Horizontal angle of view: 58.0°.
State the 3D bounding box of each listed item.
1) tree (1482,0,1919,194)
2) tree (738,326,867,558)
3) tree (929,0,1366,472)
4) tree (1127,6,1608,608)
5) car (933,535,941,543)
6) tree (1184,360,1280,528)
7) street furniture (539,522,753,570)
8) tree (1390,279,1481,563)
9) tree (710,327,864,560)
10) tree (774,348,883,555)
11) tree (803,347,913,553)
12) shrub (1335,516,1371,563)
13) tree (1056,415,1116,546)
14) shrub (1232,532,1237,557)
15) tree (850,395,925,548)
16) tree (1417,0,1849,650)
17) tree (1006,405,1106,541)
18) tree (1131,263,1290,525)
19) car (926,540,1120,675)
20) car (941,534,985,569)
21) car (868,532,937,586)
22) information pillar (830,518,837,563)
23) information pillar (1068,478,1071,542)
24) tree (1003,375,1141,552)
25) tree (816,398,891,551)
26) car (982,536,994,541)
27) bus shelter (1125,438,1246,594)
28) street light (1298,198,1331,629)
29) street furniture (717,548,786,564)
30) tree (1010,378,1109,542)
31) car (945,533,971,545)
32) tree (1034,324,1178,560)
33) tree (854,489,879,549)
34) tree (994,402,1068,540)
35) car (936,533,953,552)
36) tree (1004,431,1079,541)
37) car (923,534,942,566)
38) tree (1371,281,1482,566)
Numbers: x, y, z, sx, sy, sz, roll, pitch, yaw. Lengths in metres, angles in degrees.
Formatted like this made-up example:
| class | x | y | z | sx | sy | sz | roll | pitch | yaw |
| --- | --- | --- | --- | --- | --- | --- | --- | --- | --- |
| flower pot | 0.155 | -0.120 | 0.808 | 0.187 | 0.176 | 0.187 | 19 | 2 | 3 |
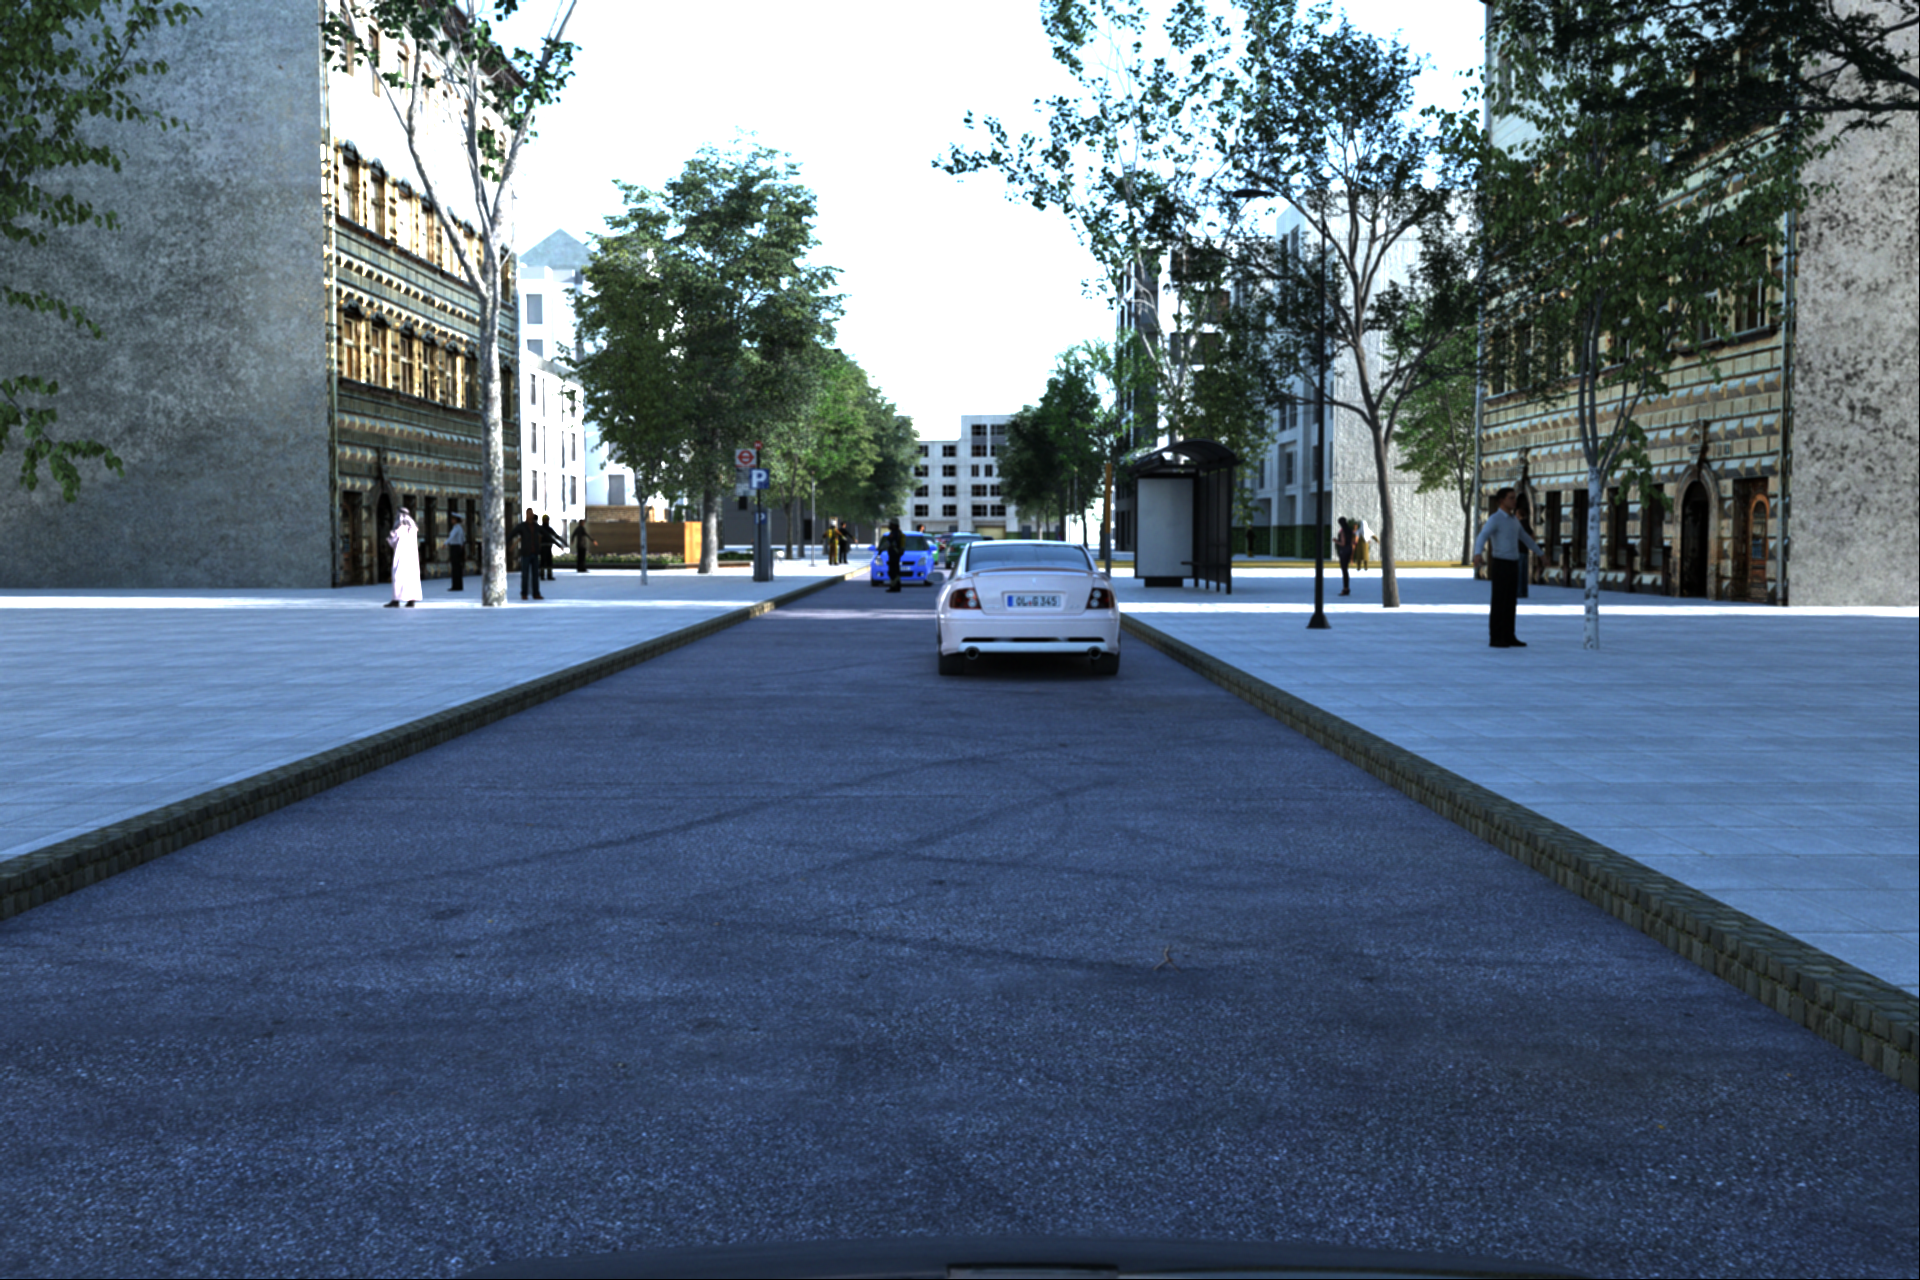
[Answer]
| class | x | y | z | sx | sy | sz | roll | pitch | yaw |
| --- | --- | --- | --- | --- | --- | --- | --- | --- | --- |
| tree | 6.572 | -4.613 | 9.829 | 7.601 | 10.594 | 8.767 | 1 | 4 | 23 |
| tree | -9.050 | -10.735 | 93.636 | 7.486 | 12.596 | 7.792 | 0 | 3 | 0 |
| tree | 5.759 | -12.243 | 56.069 | 12.611 | 20.169 | 13.585 | 0 | 3 | 0 |
| tree | 7.453 | -5.865 | 30.301 | 8.767 | 10.594 | 7.601 | -1 | 4 | -19 |
| car | -1.717 | -8.835 | 156.814 | 2.083 | 1.381 | 4.827 | 0 | 4 | 0 |
| tree | 10.965 | -7.486 | 72.764 | 4.737 | 8.622 | 4.395 | 0 | 3 | 0 |
| street furniture | -13.180 | -3.598 | 65.682 | 9.812 | 1.723 | 11.010 | 1 | 4 | 23 |
| tree | 23.026 | -9.749 | 77.517 | 7.486 | 12.596 | 7.792 | 0 | 3 | 0 |
| tree | -8.521 | -9.740 | 85.003 | 9.928 | 11.665 | 9.643 | 0 | 3 | 0 |
| tree | -8.482 | -11.462 | 105.536 | 7.486 | 12.596 | 7.792 | 0 | 3 | 0 |
| tree | -7.809 | -12.883 | 117.291 | 9.857 | 13.997 | 8.962 | 0 | 3 | 0 |
| shrub | 17.661 | -4.516 | 77.877 | 1.661 | 2.075 | 1.752 | 0 | 3 | 0 |
| tree | 7.617 | -9.512 | 105.876 | 4.737 | 8.622 | 4.395 | 0 | 3 | 0 |
| shrub | 11.806 | -4.547 | 78.761 | 1.690 | 2.028 | 1.600 | 0 | 3 | 0 |
| tree | -7.937 | -15.473 | 159.642 | 9.857 | 13.997 | 8.962 | 0 | 3 | 0 |
| tree | 7.251 | -4.194 | 18.940 | 4.737 | 8.622 | 4.395 | 0 | 3 | 0 |
| tree | 6.556 | -11.121 | 116.239 | 7.601 | 10.594 | 8.767 | 0 | 4 | -6 |
| tree | 6.909 | -5.853 | 46.065 | 4.737 | 8.622 | 4.395 | 0 | 3 | 0 |
| car | 0.671 | -0.405 | 18.980 | 2.083 | 1.381 | 4.827 | 0 | 4 | -1 |
| car | 0.290 | -3.671 | 71.824 | 2.131 | 1.459 | 4.920 | 0 | 4 | -1 |
| car | -1.591 | -2.381 | 48.524 | 1.945 | 1.707 | 3.694 | 0 | 4 | 0 |
| information pillar | -5.698 | -4.497 | 78.010 | 0.304 | 2.012 | 0.304 | 0 | 4 | 0 |
| information pillar | 4.600 | -4.974 | 72.674 | 0.183 | 3.616 | 0.504 | 0 | 4 | -1 |
| tree | 6.747 | -9.846 | 95.393 | 7.601 | 10.594 | 8.767 | 3 | 4 | 39 |
| tree | -8.985 | -13.114 | 132.544 | 7.486 | 12.596 | 7.792 | 0 | 3 | 0 |
| car | 1.103 | -4.815 | 91.300 | 1.945 | 1.354 | 3.894 | 0 | 4 | -1 |
| bus shelter | 5.012 | -2.776 | 39.315 | 2.014 | 3.302 | 5.546 | 0 | 4 | 0 |
| street light | 5.428 | -3.111 | 23.407 | 1.470 | 5.913 | 1.316 | 0 | 4 | 0 |
| street furniture | -12.750 | -3.816 | 78.013 | 10.072 | 0.657 | 5.734 | 1 | 4 | 22 |
| tree | 7.329 | -12.668 | 125.247 | 7.486 | 12.596 | 7.792 | 0 | 3 | 0 |
| car | 0.108 | -5.303 | 96.296 | 1.945 | 1.707 | 3.694 | 0 | 3 | 0 |
| tree | 7.270 | -9.750 | 85.164 | 9.928 | 11.665 | 9.643 | 0 | 3 | 0 |
| tree | -8.579 | -12.004 | 146.624 | 4.737 | 8.622 | 4.395 | 0 | 3 | 0 |
| tree | 7.628 | -15.822 | 165.347 | 9.857 | 13.997 | 8.962 | 0 | 3 | 0 |
| car | -0.836 | -8.034 | 140.389 | 2.155 | 1.783 | 4.494 | 0 | 3 | 0 |
| tree | 7.179 | -12.957 | 146.257 | 7.601 | 10.594 | 8.767 | 0 | 4 | -1 |
| car | -1.886 | -4.183 | 80.196 | 2.131 | 1.459 | 4.920 | 0 | 4 | 0 |
| tree | 20.332 | -8.777 | 69.264 | 9.928 | 11.665 | 9.643 | 0 | 3 | 0 |
